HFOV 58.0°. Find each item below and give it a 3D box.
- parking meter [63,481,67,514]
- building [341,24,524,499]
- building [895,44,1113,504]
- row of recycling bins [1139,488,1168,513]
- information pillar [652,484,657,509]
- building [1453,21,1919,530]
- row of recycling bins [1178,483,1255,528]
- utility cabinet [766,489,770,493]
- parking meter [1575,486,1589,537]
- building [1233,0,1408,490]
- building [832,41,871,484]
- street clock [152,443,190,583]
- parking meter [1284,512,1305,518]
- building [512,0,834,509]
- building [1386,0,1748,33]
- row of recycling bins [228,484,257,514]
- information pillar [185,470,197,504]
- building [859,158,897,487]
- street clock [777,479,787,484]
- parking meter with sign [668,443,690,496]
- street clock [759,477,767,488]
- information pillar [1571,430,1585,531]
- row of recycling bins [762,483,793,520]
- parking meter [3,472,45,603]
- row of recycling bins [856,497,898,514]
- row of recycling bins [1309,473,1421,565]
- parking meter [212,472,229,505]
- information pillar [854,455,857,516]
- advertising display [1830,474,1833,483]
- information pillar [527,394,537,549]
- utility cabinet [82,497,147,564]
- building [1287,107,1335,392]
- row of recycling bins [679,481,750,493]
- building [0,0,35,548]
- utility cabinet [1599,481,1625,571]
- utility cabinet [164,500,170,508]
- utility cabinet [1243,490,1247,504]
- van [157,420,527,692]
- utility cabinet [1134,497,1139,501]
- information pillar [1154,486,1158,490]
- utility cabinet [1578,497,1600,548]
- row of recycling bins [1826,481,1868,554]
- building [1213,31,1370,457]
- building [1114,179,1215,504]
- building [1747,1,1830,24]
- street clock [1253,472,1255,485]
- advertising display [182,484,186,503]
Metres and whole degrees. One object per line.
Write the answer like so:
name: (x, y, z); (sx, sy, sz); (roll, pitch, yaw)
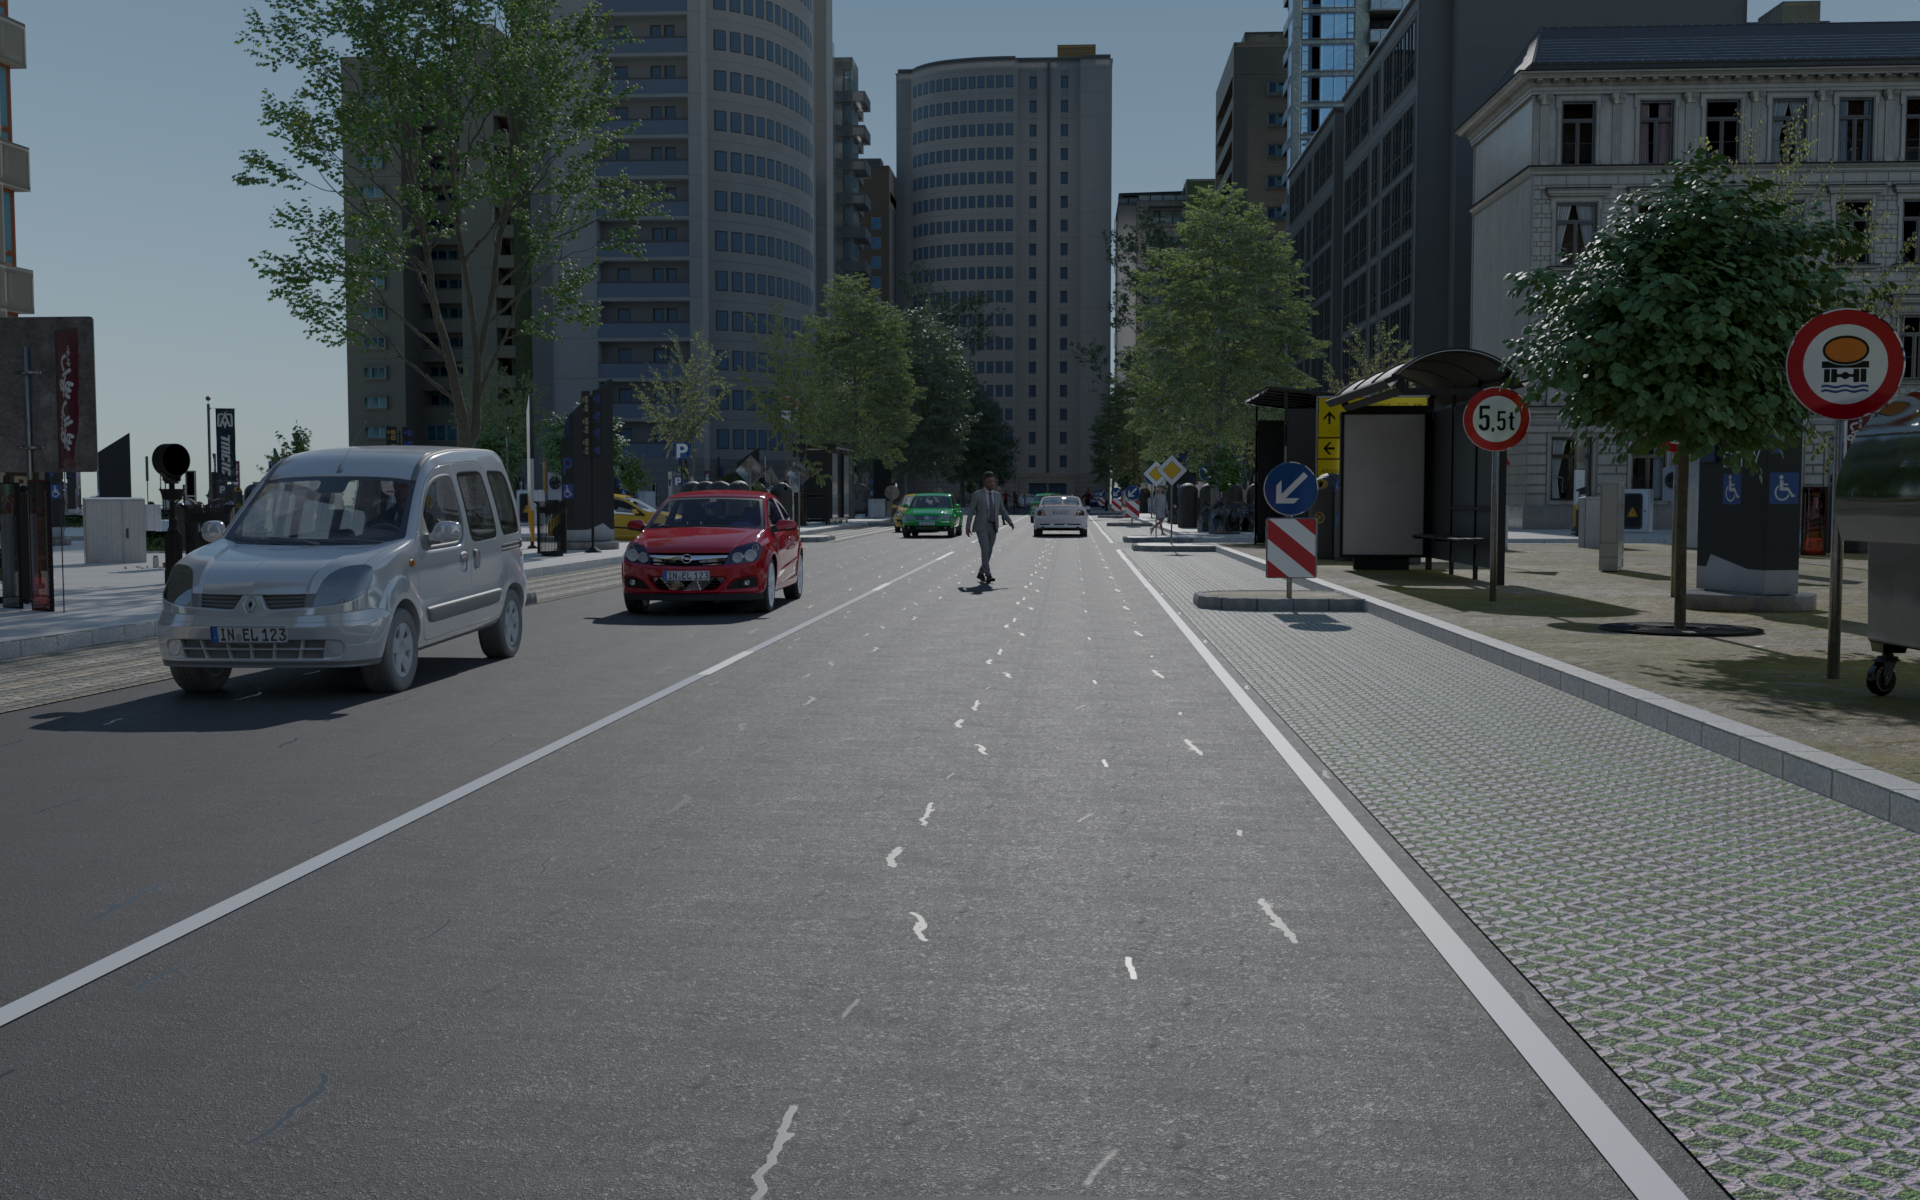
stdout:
parking meter: (-40.415, -4.421, 77.987); (0.255, 1.863, 0.399); (0, 4, -8)
building: (-50.916, -34.291, 184.363); (21.600, 48.544, 21.300); (0, 4, 4)
building: (5.905, -42.165, 231.392); (28.212, 58.520, 21.231); (0, 4, 4)
row of recycling bins: (13.769, -6.691, 116.508); (3.534, 1.692, 1.069); (1, 4, 15)
information pillar: (-21.623, -7.220, 122.536); (0.304, 2.012, 0.304); (1, 4, 9)
building: (29.730, -12.335, 66.297); (19.286, 19.102, 10.561); (0, 4, 4)
row of recycling bins: (9.935, -3.577, 65.602); (3.534, 1.692, 1.069); (2, 4, 25)
utility cabinet: (-8.146, -4.182, 77.049); (0.318, 1.500, 1.173); (-3, 5, -40)
parking meter: (18.790, -2.684, 52.301); (0.372, 1.533, 0.369); (0, 3, 0)
building: (36.937, -51.304, 151.495); (22.319, 86.520, 31.000); (0, 4, 4)
building: (-25.014, -34.370, 181.560); (30.456, 49.044, 23.786); (0, 4, 4)
street clock: (-11.286, -1.239, 24.825); (0.358, 2.002, 0.471); (2, 4, 28)
parking meter: (6.811, -1.813, 35.348); (0.399, 1.863, 0.255); (-1, 4, -13)
building: (-22.805, -36.752, 142.896); (21.231, 58.520, 28.212); (0, 4, 4)
building: (28.394, -18.075, 89.028); (14.314, 27.812, 24.014); (0, 4, 4)
row of recycling bins: (-28.628, -3.930, 71.376); (3.534, 1.692, 1.069); (-2, 4, -35)
information pillar: (-23.980, -3.030, 54.027); (0.304, 2.012, 0.304); (-1, 4, -19)
building: (-15.703, -35.489, 230.350); (14.200, 45.320, 14.600); (0, 4, 4)
street clock: (-8.598, -4.831, 83.560); (0.471, 2.002, 0.358); (2, 4, 27)
parking meter with sign: (-9.730, -3.868, 59.511); (0.543, 3.016, 1.738); (-1, 4, -21)
street clock: (-8.522, -4.294, 74.772); (0.358, 2.002, 0.471); (1, 4, 11)
information pillar: (21.298, -4.173, 59.580); (0.504, 3.616, 0.183); (-2, 4, -34)
row of recycling bins: (-7.747, -3.340, 61.722); (3.534, 1.692, 1.069); (-1, 4, -10)
parking meter: (-11.049, -0.903, 20.470); (0.399, 1.863, 0.255); (0, 4, -8)
row of recycling bins: (-5.493, -6.302, 110.157); (3.534, 1.692, 1.069); (2, 4, 27)
row of recycling bins: (7.680, -1.577, 32.903); (1.069, 1.692, 3.534); (-1, 4, -14)
parking meter: (-19.524, -2.445, 45.692); (0.255, 1.863, 0.399); (2, 4, 28)
information pillar: (-6.243, -6.682, 100.609); (0.504, 3.616, 0.183); (0, 4, -3)
advertising display: (28.972, -3.170, 57.045); (0.974, 1.923, 0.123); (-2, 4, -30)
information pillar: (-10.103, -3.022, 40.761); (0.183, 3.616, 0.504); (-1, 4, -22)
utility cabinet: (-15.719, -1.287, 32.212); (1.020, 1.237, 0.306); (-2, 4, -34)
building: (29.779, -19.538, 112.959); (14.314, 27.812, 24.014); (0, 4, 4)
row of recycling bins: (-7.808, -2.936, 55.112); (1.069, 1.692, 3.534); (-3, 5, -40)
building: (-34.481, -10.866, 22.694); (28.899, 21.520, 27.650); (0, 4, 4)
utility cabinet: (10.907, -1.239, 28.935); (0.318, 1.500, 1.173); (2, 4, 25)
utility cabinet: (-48.626, -5.985, 106.530); (0.318, 1.500, 1.173); (-1, 4, -8)
utility cabinet: (14.241, -4.712, 85.725); (1.173, 1.500, 0.318); (-3, 5, -43)
van: (-4.790, -0.419, 13.865); (2.013, 2.044, 4.112); (0, 4, 2)
utility cabinet: (12.863, -7.015, 123.372); (1.173, 1.500, 0.318); (-3, 5, -43)
information pillar: (13.889, -7.202, 122.251); (0.304, 2.012, 0.304); (-3, 4, -36)
utility cabinet: (15.327, -1.852, 41.447); (1.020, 1.237, 0.306); (-1, 4, -13)
row of recycling bins: (20.664, -1.890, 38.011); (3.534, 1.692, 1.069); (-1, 4, -16)
building: (37.850, -33.957, 178.900); (21.300, 48.544, 21.600); (0, 4, 4)
building: (27.382, -33.253, 227.283); (14.086, 41.232, 14.154); (0, 4, 4)
building: (77.320, -33.802, 176.362); (21.600, 48.544, 21.300); (0, 4, 4)
street clock: (9.337, -3.019, 53.932); (0.358, 2.002, 0.471); (-2, 4, -28)
advertising display: (-51.693, -6.762, 115.777); (0.123, 1.923, 0.974); (0, 4, -2)
